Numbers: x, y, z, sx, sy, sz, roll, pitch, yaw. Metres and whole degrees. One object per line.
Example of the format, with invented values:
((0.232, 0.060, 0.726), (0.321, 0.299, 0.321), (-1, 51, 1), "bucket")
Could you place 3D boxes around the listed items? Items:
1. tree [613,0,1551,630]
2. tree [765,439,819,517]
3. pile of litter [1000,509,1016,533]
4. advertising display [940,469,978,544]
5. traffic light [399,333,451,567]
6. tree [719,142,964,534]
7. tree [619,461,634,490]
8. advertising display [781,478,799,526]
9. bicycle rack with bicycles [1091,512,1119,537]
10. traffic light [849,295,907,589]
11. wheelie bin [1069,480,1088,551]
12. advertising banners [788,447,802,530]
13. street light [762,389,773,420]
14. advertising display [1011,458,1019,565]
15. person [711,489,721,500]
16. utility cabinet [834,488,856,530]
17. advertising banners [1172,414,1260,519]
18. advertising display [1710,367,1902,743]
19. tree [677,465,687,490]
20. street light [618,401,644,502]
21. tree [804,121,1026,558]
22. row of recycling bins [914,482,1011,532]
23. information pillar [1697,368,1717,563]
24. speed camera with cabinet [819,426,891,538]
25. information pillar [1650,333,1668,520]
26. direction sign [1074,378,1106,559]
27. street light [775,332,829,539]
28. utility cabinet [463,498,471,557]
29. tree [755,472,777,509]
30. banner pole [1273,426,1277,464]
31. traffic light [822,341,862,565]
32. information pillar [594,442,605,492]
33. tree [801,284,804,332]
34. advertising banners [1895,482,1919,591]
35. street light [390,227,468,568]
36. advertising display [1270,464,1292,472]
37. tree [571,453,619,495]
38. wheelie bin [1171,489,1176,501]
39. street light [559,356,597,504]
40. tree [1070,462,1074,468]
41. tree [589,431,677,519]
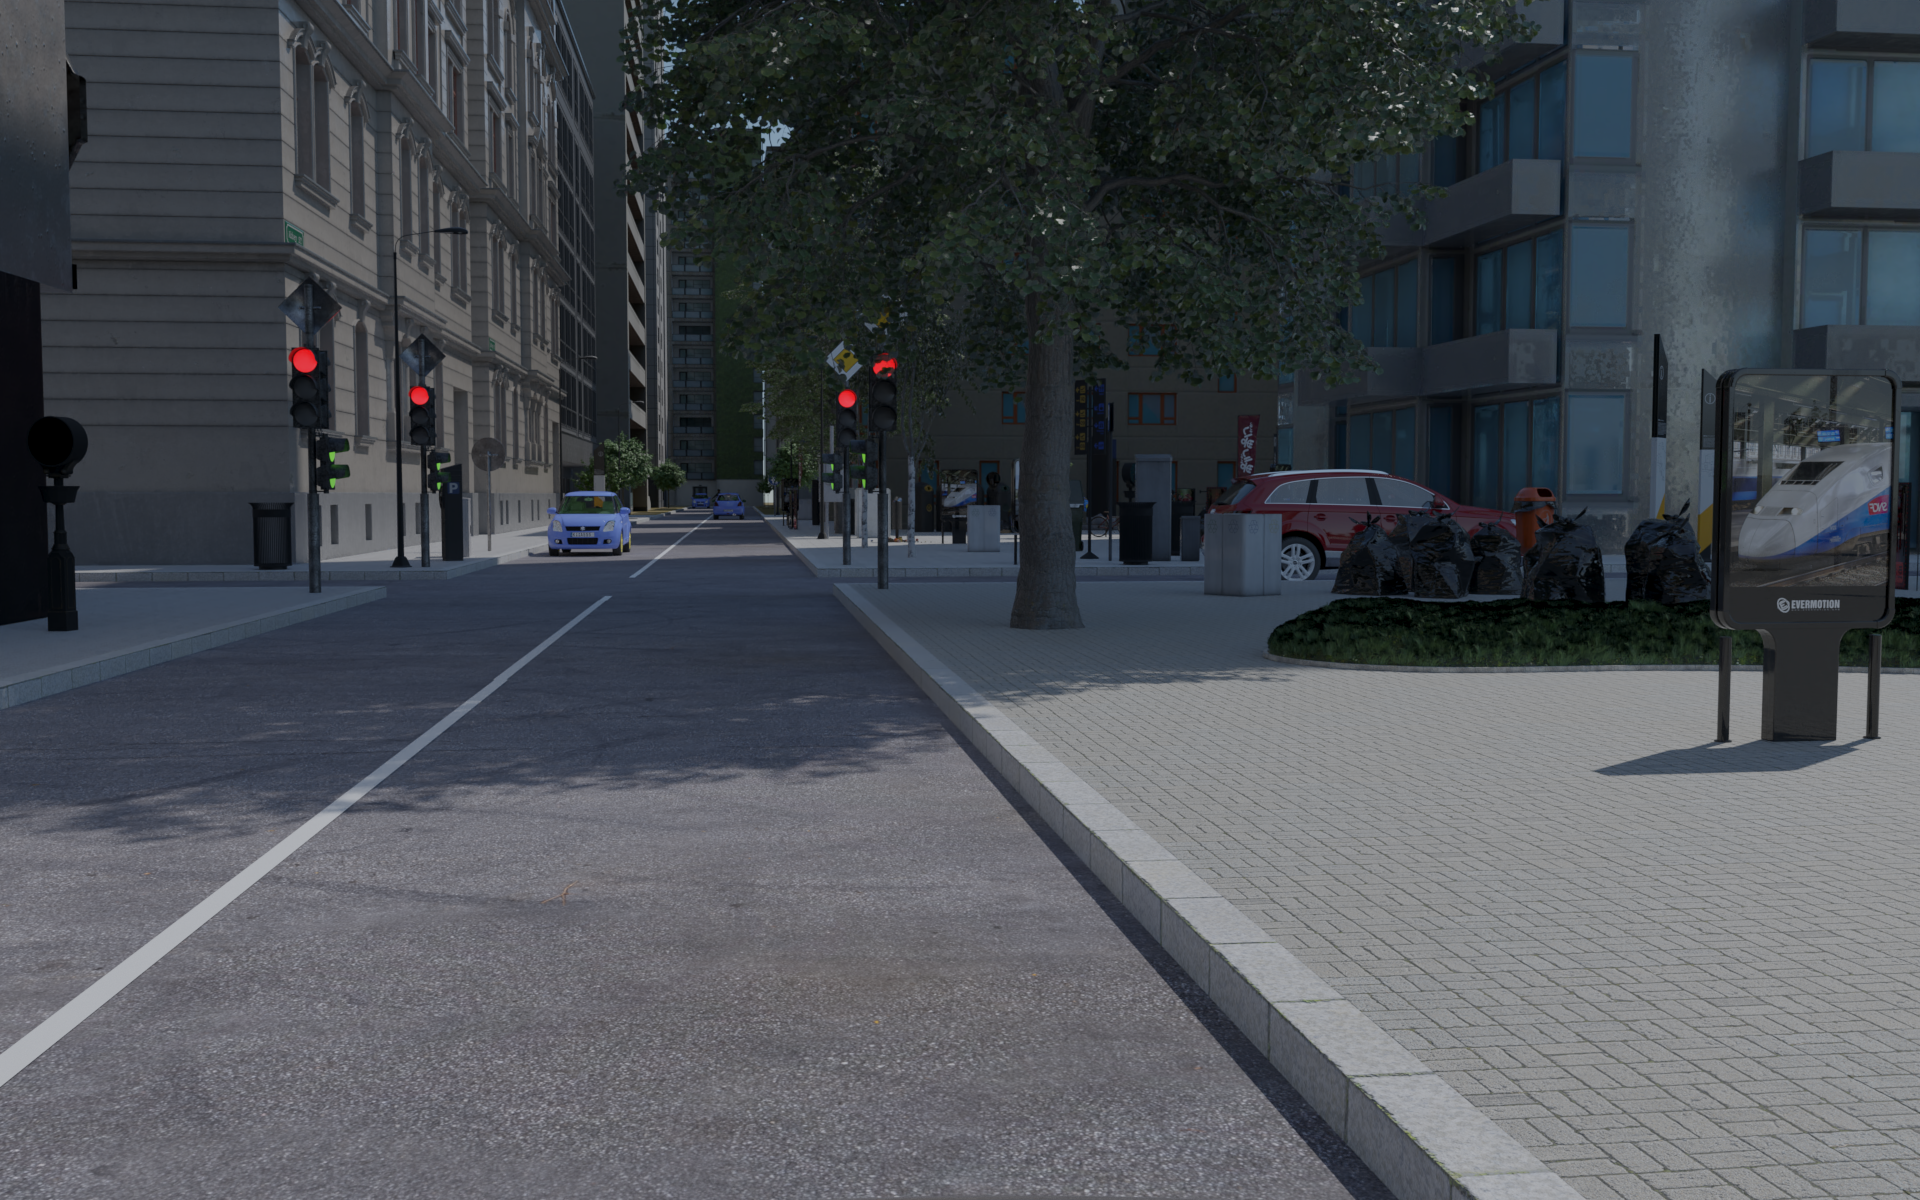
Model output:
((0.902, -6.711, 16.378), (9.857, 13.997, 8.962), (0, 3, 0), "tree")
((-9.179, -6.941, 97.192), (4.285, 4.588, 4.351), (0, 3, 0), "tree")
((1.930, -2.629, 56.956), (1.719, 0.858, 1.176), (-1, 4, -10), "pile of litter")
((-0.018, -2.414, 44.689), (0.974, 1.923, 0.123), (0, 4, 4), "advertising display")
((-9.370, -2.532, 30.314), (0.839, 4.253, 0.868), (0, 4, -7), "traffic light")
((-3.755, -8.406, 55.567), (7.486, 12.596, 7.792), (0, 3, 0), "tree")
((-16.780, -5.440, 83.551), (1.663, 3.219, 1.824), (0, 3, 0), "tree")
((-6.903, -3.986, 70.377), (0.123, 1.923, 0.974), (2, 4, 34), "advertising display")
((5.597, -2.366, 52.059), (2.925, 0.926, 2.852), (1, 4, 22), "bicycle rack with bicycles")
((-1.062, -2.105, 23.334), (0.839, 4.253, 0.868), (0, 4, -7), "traffic light")
((2.374, -1.896, 38.910), (0.980, 1.594, 0.693), (-1, 4, -11), "wheelie bin")
((-5.942, -4.056, 62.500), (0.090, 3.025, 2.074), (-1, 4, -18), "advertising banners")
((-8.044, -6.389, 77.005), (1.470, 5.913, 1.316), (0, 4, -7), "street light")
((1.391, -1.611, 31.547), (0.974, 1.923, 0.123), (-2, 4, -25), "advertising display")
((-20.944, -8.697, 150.321), (1.348, 1.869, 0.705), (1, 4, 20), "person")
((-3.882, -3.168, 60.476), (0.318, 1.500, 1.173), (3, 5, 43), "utility cabinet")
((5.710, -2.599, 38.676), (2.074, 3.025, 0.090), (2, 4, 32), "advertising banners")
((4.375, -0.230, 8.978), (0.974, 1.923, 0.123), (-1, 4, -9), "advertising display")
((-26.100, -10.446, 154.499), (4.285, 4.588, 4.351), (0, 3, 0), "tree")
((-16.492, -6.978, 86.629), (1.470, 5.913, 1.316), (0, 4, -7), "street light")
((-0.741, -5.162, 34.765), (4.360, 8.622, 3.978), (0, 3, 0), "tree")
((-0.017, -3.168, 58.904), (3.534, 1.692, 1.069), (-1, 4, -13), "row of recycling bins")
((14.048, -2.509, 32.373), (0.504, 3.616, 0.183), (0, 4, -4), "information pillar")
((-3.081, -3.441, 50.604), (2.038, 3.252, 0.660), (-1, 4, -11), "speed camera with cabinet")
((10.292, -2.090, 25.531), (0.183, 3.616, 0.504), (3, 4, 37), "information pillar")
((2.567, -2.584, 34.238), (0.379, 3.537, 0.876), (-3, 4, -39), "direction sign")
((-4.446, -4.673, 48.951), (1.470, 5.913, 1.316), (0, 4, -7), "street light")
((-10.193, -1.491, 35.533), (0.306, 1.237, 1.020), (-1, 4, -13), "utility cabinet")
((-18.865, -10.602, 167.950), (1.663, 3.219, 1.824), (0, 3, 0), "tree")
((11.529, -4.479, 63.242), (0.401, 3.779, 0.863), (2, 4, 24), "banner pole")
((-2.069, -2.589, 31.256), (0.839, 4.253, 0.868), (0, 4, -7), "traffic light")
((-16.040, -5.245, 77.106), (0.504, 3.616, 0.183), (0, 4, 0), "information pillar")
((-2.083, -5.541, 40.966), (4.360, 8.622, 3.978), (0, 3, 0), "tree")
((12.668, -1.659, 23.320), (0.090, 3.025, 2.074), (0, 4, 2), "advertising banners")
((-9.252, -3.528, 30.220), (1.470, 5.913, 1.316), (0, 4, -7), "street light")
((6.887, -1.958, 37.233), (0.123, 1.923, 0.974), (2, 4, 32), "advertising display")
((-17.177, -5.281, 80.946), (1.663, 3.219, 1.824), (0, 3, 0), "tree")
((7.024, -3.161, 59.587), (0.693, 1.594, 0.980), (-1, 4, -17), "wheelie bin")
((-12.898, -5.248, 58.342), (1.470, 5.913, 1.316), (0, 4, -7), "street light")
((2.495, -3.427, 50.635), (1.663, 3.219, 1.824), (0, 3, 0), "tree")
((-17.427, -6.467, 89.452), (4.285, 4.588, 4.351), (0, 3, 0), "tree")
